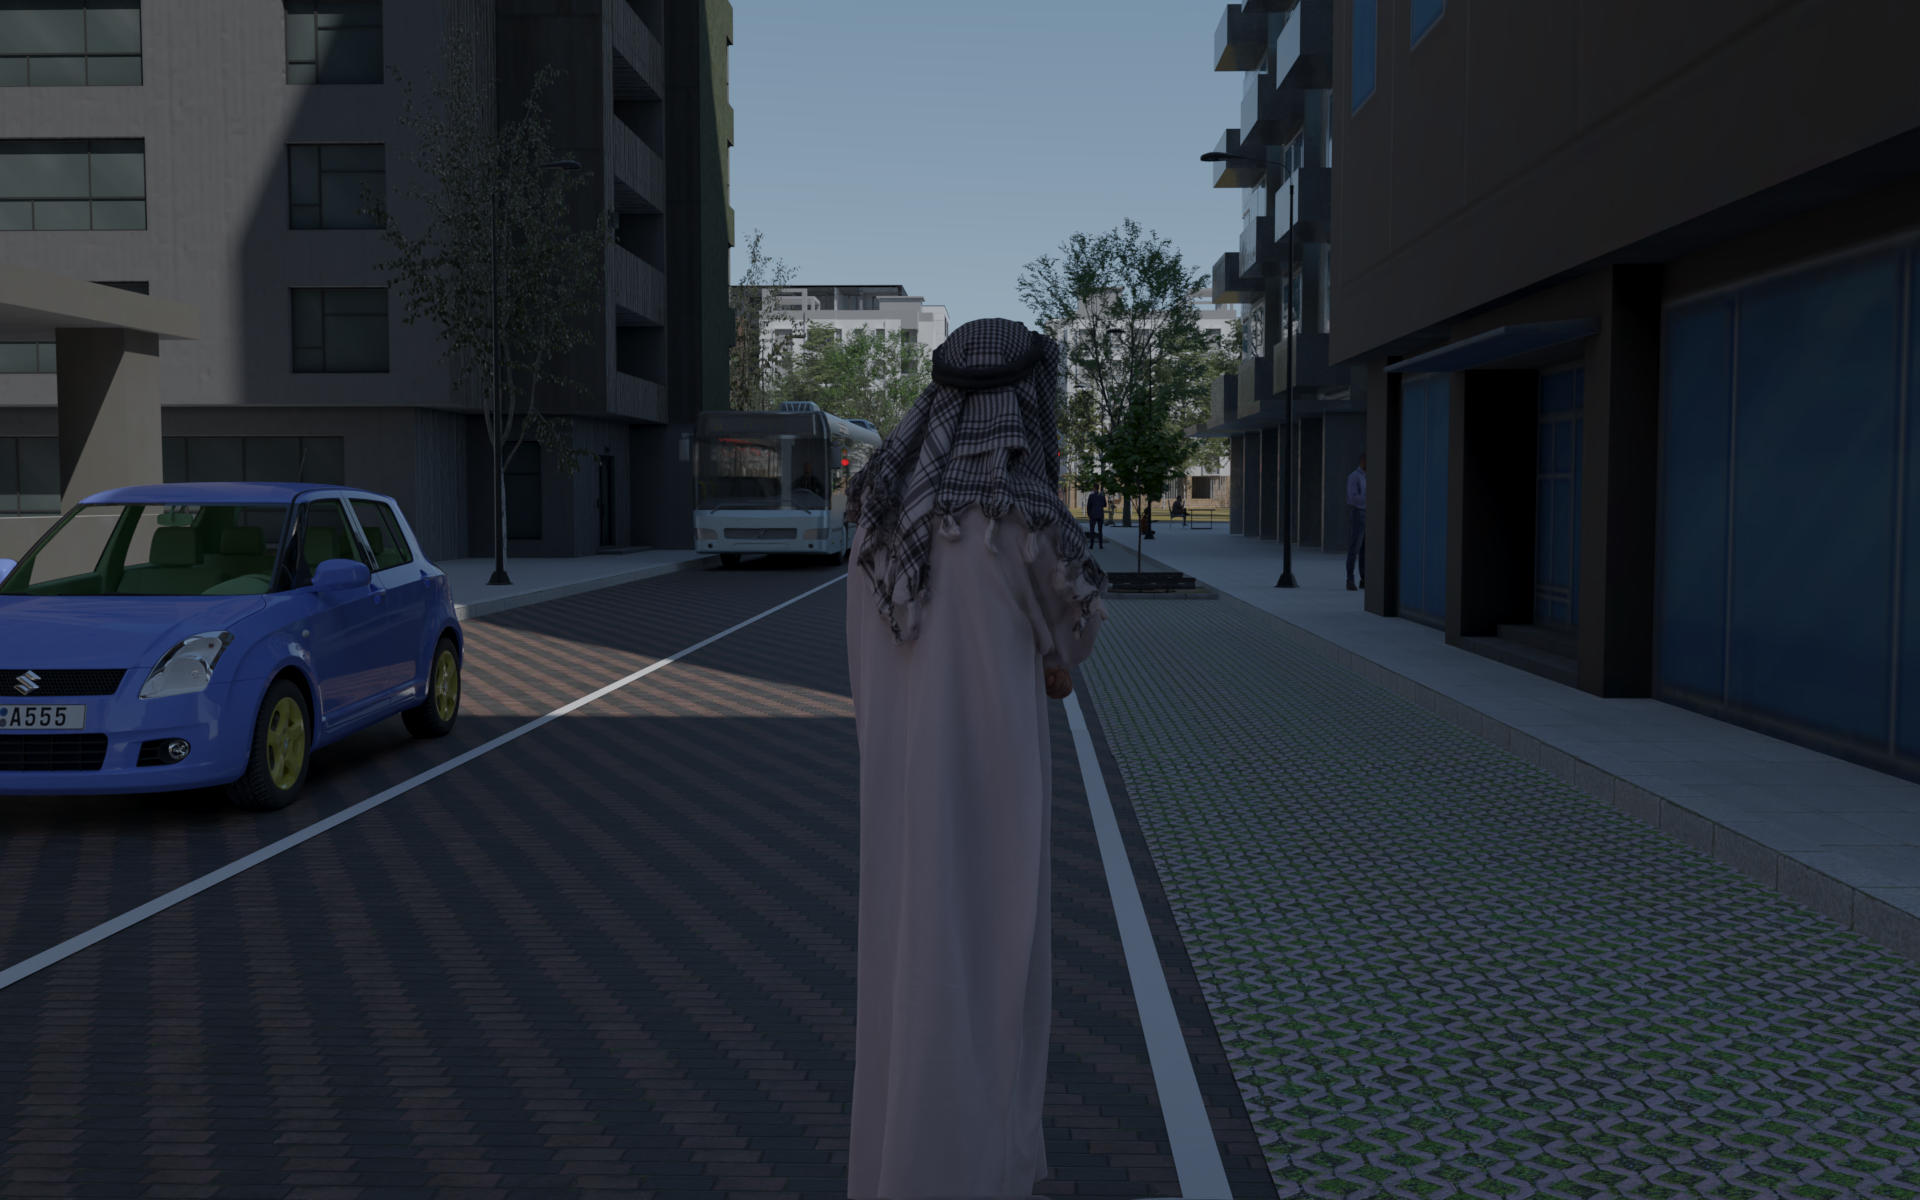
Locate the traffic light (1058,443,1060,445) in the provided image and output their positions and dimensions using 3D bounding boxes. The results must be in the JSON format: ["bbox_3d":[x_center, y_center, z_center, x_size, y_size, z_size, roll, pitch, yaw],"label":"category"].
[{"bbox_3d":[4.329,-5.698,82.079,0.839,4.253,0.868,0,4,2],"label":"traffic light"}]

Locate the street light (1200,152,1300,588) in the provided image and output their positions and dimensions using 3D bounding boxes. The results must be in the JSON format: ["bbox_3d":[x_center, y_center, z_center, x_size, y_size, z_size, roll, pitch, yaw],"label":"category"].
[{"bbox_3d":[3.959,-3.127,23.665,1.470,5.913,1.316,0,4,2],"label":"street light"}]

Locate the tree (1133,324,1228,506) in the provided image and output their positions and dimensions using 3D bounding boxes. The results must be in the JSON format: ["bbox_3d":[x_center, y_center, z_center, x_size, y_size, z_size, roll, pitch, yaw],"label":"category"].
[{"bbox_3d":[14.802,-11.945,113.422,7.486,12.596,7.792,0,3,0],"label":"tree"}]

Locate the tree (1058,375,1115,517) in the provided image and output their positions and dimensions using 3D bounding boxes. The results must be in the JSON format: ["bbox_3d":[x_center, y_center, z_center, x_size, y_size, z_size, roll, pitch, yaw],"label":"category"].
[{"bbox_3d":[7.093,-9.088,98.945,4.737,8.622,4.395,0,3,0],"label":"tree"}]

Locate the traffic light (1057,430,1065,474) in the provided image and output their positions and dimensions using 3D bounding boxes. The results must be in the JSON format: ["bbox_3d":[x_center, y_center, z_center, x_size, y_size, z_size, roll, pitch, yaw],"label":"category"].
[{"bbox_3d":[4.075,-5.210,74.098,0.839,4.253,0.868,0,4,2],"label":"traffic light"}]

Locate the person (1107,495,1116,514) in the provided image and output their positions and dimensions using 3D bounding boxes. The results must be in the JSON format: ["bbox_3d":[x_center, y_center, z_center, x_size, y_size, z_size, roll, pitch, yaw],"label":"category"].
[{"bbox_3d":[9.476,-6.240,108.787,0.841,1.734,0.376,2,4,23],"label":"person"}]

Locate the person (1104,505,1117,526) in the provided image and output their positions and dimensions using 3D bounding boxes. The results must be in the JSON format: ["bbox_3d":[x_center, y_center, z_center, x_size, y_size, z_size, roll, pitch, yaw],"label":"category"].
[{"bbox_3d":[5.925,-3.385,69.318,0.695,0.859,0.347,1,4,18],"label":"person"}]

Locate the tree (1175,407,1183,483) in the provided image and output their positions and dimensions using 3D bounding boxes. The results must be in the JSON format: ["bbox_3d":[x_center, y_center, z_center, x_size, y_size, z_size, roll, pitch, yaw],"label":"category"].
[{"bbox_3d":[13.120,-10.715,125.557,4.360,8.622,3.978,0,3,0],"label":"tree"}]

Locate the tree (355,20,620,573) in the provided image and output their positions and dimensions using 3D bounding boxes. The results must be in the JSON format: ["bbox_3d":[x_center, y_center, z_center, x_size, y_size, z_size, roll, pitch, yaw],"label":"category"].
[{"bbox_3d":[-7.328,-4.713,27.417,4.360,8.622,3.978,0,3,0],"label":"tree"}]

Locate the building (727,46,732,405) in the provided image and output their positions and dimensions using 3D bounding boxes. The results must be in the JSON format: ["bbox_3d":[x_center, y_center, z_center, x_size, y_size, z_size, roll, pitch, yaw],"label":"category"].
[{"bbox_3d":[-21.353,-24.909,61.881,28.867,44.769,22.147,0,4,2],"label":"building"}]

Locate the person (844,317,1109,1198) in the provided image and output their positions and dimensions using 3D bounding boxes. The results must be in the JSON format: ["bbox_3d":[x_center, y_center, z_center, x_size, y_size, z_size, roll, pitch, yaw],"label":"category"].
[{"bbox_3d":[0.022,0.371,3.110,0.551,1.740,0.621,2,4,28],"label":"person"}]

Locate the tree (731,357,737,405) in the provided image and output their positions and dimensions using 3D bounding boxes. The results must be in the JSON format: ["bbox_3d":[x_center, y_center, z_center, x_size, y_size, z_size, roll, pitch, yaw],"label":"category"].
[{"bbox_3d":[-16.555,-11.377,92.675,9.857,13.997,8.962,0,3,0],"label":"tree"}]

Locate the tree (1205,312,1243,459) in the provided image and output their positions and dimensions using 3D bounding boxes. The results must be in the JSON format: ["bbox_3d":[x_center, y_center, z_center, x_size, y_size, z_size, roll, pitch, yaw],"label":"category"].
[{"bbox_3d":[18.746,-11.672,97.491,9.857,13.997,8.962,0,3,0],"label":"tree"}]

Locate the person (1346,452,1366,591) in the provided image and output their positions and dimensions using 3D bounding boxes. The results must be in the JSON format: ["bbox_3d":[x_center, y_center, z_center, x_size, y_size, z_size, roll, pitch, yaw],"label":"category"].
[{"bbox_3d":[5.481,-1.052,23.119,0.599,1.838,0.709,3,4,37],"label":"person"}]

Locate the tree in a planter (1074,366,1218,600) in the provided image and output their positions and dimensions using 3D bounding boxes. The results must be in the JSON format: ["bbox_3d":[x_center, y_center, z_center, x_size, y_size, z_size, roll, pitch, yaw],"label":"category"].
[{"bbox_3d":[2.525,-1.653,24.244,1.991,3.239,1.994,0,4,2],"label":"tree in a planter"}]

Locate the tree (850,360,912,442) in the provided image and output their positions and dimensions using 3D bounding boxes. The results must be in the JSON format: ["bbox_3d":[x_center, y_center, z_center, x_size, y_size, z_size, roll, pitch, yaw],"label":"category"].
[{"bbox_3d":[-4.742,-8.927,96.323,4.360,8.622,3.978,0,3,0],"label":"tree"}]

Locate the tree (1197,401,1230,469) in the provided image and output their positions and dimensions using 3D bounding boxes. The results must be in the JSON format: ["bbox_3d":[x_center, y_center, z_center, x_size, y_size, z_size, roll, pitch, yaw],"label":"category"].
[{"bbox_3d":[17.209,-9.505,105.774,4.737,8.622,4.395,0,3,0],"label":"tree"}]

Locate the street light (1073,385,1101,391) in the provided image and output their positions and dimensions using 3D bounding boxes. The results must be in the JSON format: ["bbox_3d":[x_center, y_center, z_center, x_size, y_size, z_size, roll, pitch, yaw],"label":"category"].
[{"bbox_3d":[5.527,-6.208,74.039,1.470,5.913,1.316,0,4,2],"label":"street light"}]

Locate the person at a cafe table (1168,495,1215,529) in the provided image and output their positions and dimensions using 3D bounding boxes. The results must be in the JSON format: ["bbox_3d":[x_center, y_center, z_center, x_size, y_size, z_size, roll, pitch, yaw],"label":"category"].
[{"bbox_3d":[8.520,-3.233,63.716,1.726,1.238,1.698,0,4,8],"label":"person at a cafe table"}]

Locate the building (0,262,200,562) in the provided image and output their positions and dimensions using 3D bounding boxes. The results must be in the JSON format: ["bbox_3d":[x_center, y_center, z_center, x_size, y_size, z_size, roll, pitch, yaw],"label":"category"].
[{"bbox_3d":[-23.286,-19.453,9.933,32.217,40.220,23.993,0,4,2],"label":"building"}]

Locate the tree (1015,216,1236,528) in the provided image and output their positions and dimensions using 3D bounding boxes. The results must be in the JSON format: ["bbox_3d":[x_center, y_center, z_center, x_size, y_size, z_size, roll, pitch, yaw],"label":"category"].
[{"bbox_3d":[6.283,-8.605,66.440,9.928,11.665,9.643,0,3,0],"label":"tree"}]

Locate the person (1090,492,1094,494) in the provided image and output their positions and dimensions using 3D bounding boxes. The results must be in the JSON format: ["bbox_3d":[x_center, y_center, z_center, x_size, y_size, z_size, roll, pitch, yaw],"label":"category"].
[{"bbox_3d":[9.166,-6.832,118.677,0.756,1.711,0.436,-1,4,-11],"label":"person"}]

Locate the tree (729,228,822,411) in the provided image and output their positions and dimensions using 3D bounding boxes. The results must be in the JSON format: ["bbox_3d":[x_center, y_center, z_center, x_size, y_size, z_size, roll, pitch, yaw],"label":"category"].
[{"bbox_3d":[-6.178,-5.932,47.343,4.360,8.622,3.978,0,3,0],"label":"tree"}]

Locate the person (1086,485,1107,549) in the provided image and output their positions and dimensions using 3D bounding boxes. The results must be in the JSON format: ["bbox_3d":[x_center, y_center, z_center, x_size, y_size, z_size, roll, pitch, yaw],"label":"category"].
[{"bbox_3d":[3.540,-2.166,44.839,0.541,1.710,0.530,0,3,0],"label":"person"}]

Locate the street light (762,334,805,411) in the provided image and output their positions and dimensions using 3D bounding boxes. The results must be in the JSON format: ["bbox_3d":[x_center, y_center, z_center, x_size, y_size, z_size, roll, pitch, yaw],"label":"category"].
[{"bbox_3d":[-5.203,-4.772,50.561,1.470,5.913,1.316,0,4,2],"label":"street light"}]

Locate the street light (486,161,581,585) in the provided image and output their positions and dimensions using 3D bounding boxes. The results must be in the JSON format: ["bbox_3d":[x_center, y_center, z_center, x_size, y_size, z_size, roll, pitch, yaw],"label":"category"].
[{"bbox_3d":[-5.974,-3.166,24.306,1.470,5.913,1.316,0,4,2],"label":"street light"}]

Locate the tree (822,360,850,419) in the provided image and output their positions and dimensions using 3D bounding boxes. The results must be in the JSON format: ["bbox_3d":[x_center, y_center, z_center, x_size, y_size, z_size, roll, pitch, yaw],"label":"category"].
[{"bbox_3d":[-7.815,-8.258,85.380,4.360,8.622,3.978,0,3,0],"label":"tree"}]

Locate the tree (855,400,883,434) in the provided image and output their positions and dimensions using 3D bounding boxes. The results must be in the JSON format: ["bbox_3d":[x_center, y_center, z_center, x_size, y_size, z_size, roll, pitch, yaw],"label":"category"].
[{"bbox_3d":[-7.168,-10.467,121.495,4.737,8.622,4.395,0,3,0],"label":"tree"}]

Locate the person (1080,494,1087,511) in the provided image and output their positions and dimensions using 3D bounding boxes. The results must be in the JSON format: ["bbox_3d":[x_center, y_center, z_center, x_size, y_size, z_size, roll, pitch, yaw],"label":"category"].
[{"bbox_3d":[9.587,-7.623,134.595,0.435,1.345,0.340,-1,4,-22],"label":"person"}]

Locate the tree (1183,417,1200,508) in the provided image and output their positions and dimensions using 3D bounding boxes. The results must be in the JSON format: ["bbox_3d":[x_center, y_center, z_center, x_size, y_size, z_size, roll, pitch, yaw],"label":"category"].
[{"bbox_3d":[16.406,-11.479,138.043,4.360,8.622,3.978,0,3,0],"label":"tree"}]

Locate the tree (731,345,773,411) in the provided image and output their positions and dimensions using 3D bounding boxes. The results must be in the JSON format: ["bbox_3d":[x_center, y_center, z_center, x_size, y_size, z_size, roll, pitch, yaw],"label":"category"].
[{"bbox_3d":[-18.135,-13.319,128.142,12.009,13.543,11.850,0,3,0],"label":"tree"}]

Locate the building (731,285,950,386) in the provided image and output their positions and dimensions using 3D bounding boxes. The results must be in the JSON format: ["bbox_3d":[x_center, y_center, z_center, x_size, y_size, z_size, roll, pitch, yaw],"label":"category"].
[{"bbox_3d":[-15.667,-20.902,185.726,27.936,21.610,32.646,0,4,2],"label":"building"}]

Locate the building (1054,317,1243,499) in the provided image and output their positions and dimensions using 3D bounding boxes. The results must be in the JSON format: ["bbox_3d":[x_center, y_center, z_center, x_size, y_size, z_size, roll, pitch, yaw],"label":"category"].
[{"bbox_3d":[25.028,-22.795,216.667,27.936,21.610,32.646,0,4,2],"label":"building"}]

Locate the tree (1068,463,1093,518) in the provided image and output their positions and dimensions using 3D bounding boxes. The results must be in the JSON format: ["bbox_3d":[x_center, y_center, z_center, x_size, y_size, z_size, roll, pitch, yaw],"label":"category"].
[{"bbox_3d":[6.567,-5.986,92.467,1.663,3.219,1.824,0,3,0],"label":"tree"}]

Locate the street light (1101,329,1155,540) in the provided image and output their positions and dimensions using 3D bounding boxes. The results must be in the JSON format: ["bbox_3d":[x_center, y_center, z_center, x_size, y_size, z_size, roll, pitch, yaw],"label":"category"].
[{"bbox_3d":[4.813,-4.667,48.850,1.470,5.913,1.316,0,4,2],"label":"street light"}]

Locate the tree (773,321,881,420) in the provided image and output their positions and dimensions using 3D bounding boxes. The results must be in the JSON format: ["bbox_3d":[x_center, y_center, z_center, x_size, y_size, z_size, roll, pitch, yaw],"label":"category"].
[{"bbox_3d":[-8.903,-12.000,114.321,7.486,12.596,7.792,0,3,0],"label":"tree"}]

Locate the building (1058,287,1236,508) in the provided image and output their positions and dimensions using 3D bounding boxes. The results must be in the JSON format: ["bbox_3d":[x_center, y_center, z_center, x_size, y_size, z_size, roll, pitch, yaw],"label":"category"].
[{"bbox_3d":[17.290,-18.784,163.532,16.016,20.091,11.380,0,4,2],"label":"building"}]

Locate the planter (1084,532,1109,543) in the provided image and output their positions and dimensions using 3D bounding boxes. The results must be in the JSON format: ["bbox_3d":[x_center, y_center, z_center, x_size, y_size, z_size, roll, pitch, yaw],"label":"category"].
[{"bbox_3d":[3.376,-1.842,51.264,1.991,0.319,1.994,0,4,2],"label":"planter"}]

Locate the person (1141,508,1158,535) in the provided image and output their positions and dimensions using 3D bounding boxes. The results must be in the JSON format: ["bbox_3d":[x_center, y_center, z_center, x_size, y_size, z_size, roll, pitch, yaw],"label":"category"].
[{"bbox_3d":[5.975,-2.471,54.727,0.655,0.850,0.859,2,4,24],"label":"person"}]

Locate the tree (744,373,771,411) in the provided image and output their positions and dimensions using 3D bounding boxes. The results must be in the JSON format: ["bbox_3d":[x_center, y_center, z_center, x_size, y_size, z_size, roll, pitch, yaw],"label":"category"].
[{"bbox_3d":[-14.272,-13.338,143.829,9.928,11.665,9.643,0,3,0],"label":"tree"}]

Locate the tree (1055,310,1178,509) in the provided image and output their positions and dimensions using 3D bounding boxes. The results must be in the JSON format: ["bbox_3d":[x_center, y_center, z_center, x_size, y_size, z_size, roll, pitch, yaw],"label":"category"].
[{"bbox_3d":[7.064,-9.347,87.235,8.767,10.594,7.601,1,4,13],"label":"tree"}]

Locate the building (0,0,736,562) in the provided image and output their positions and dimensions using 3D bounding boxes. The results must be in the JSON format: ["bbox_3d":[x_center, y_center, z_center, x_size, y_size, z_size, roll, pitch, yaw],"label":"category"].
[{"bbox_3d":[-12.954,-16.221,36.917,14.160,30.474,14.107,0,4,2],"label":"building"}]

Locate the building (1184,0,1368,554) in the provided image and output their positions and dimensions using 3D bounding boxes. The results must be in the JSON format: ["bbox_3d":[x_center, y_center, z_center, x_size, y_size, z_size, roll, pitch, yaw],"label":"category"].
[{"bbox_3d":[18.510,-25.919,43.392,23.786,49.044,30.456,0,4,2],"label":"building"}]

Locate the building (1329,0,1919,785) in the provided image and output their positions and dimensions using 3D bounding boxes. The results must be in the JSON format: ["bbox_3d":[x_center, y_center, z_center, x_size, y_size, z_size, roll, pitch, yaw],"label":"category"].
[{"bbox_3d":[10.779,-22.059,10.772,14.600,45.320,14.200,0,4,2],"label":"building"}]

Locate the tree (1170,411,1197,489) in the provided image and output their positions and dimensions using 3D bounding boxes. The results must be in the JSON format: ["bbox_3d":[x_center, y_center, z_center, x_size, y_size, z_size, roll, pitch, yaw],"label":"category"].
[{"bbox_3d":[18.524,-11.933,145.469,4.737,8.622,4.395,0,3,0],"label":"tree"}]

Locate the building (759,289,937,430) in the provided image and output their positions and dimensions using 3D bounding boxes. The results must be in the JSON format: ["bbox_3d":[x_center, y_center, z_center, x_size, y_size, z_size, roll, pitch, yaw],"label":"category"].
[{"bbox_3d":[-10.145,-18.789,163.614,16.016,20.091,11.380,0,4,2],"label":"building"}]

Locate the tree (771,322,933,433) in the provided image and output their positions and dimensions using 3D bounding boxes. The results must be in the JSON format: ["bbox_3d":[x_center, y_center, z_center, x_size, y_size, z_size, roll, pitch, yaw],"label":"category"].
[{"bbox_3d":[-4.980,-10.875,103.569,9.928,11.665,9.643,0,3,0],"label":"tree"}]

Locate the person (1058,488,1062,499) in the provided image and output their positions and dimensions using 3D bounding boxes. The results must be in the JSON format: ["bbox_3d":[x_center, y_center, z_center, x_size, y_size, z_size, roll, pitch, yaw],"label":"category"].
[{"bbox_3d":[8.687,-8.881,151.368,0.598,1.807,0.434,-1,4,-12],"label":"person"}]

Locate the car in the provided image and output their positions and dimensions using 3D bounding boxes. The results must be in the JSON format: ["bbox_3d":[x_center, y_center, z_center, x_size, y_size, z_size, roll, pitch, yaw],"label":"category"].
[{"bbox_3d":[-3.883,0.037,8.992,1.945,1.707,3.694,0,4,1],"label":"car"}]

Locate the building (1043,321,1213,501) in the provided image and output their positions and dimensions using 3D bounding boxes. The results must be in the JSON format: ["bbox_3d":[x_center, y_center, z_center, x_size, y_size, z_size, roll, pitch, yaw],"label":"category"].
[{"bbox_3d":[17.255,-19.481,184.975,16.747,18.905,31.486,0,4,2],"label":"building"}]

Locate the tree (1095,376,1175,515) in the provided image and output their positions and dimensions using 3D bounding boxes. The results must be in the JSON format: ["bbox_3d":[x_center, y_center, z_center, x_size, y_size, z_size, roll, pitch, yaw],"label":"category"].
[{"bbox_3d":[10.279,-9.441,104.719,4.360,8.622,3.978,0,3,0],"label":"tree"}]

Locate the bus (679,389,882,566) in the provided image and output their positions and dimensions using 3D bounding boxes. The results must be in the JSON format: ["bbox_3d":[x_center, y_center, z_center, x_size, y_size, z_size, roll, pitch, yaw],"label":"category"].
[{"bbox_3d":[-3.462,-2.611,37.543,2.948,3.499,13.247,0,4,2],"label":"bus"}]
